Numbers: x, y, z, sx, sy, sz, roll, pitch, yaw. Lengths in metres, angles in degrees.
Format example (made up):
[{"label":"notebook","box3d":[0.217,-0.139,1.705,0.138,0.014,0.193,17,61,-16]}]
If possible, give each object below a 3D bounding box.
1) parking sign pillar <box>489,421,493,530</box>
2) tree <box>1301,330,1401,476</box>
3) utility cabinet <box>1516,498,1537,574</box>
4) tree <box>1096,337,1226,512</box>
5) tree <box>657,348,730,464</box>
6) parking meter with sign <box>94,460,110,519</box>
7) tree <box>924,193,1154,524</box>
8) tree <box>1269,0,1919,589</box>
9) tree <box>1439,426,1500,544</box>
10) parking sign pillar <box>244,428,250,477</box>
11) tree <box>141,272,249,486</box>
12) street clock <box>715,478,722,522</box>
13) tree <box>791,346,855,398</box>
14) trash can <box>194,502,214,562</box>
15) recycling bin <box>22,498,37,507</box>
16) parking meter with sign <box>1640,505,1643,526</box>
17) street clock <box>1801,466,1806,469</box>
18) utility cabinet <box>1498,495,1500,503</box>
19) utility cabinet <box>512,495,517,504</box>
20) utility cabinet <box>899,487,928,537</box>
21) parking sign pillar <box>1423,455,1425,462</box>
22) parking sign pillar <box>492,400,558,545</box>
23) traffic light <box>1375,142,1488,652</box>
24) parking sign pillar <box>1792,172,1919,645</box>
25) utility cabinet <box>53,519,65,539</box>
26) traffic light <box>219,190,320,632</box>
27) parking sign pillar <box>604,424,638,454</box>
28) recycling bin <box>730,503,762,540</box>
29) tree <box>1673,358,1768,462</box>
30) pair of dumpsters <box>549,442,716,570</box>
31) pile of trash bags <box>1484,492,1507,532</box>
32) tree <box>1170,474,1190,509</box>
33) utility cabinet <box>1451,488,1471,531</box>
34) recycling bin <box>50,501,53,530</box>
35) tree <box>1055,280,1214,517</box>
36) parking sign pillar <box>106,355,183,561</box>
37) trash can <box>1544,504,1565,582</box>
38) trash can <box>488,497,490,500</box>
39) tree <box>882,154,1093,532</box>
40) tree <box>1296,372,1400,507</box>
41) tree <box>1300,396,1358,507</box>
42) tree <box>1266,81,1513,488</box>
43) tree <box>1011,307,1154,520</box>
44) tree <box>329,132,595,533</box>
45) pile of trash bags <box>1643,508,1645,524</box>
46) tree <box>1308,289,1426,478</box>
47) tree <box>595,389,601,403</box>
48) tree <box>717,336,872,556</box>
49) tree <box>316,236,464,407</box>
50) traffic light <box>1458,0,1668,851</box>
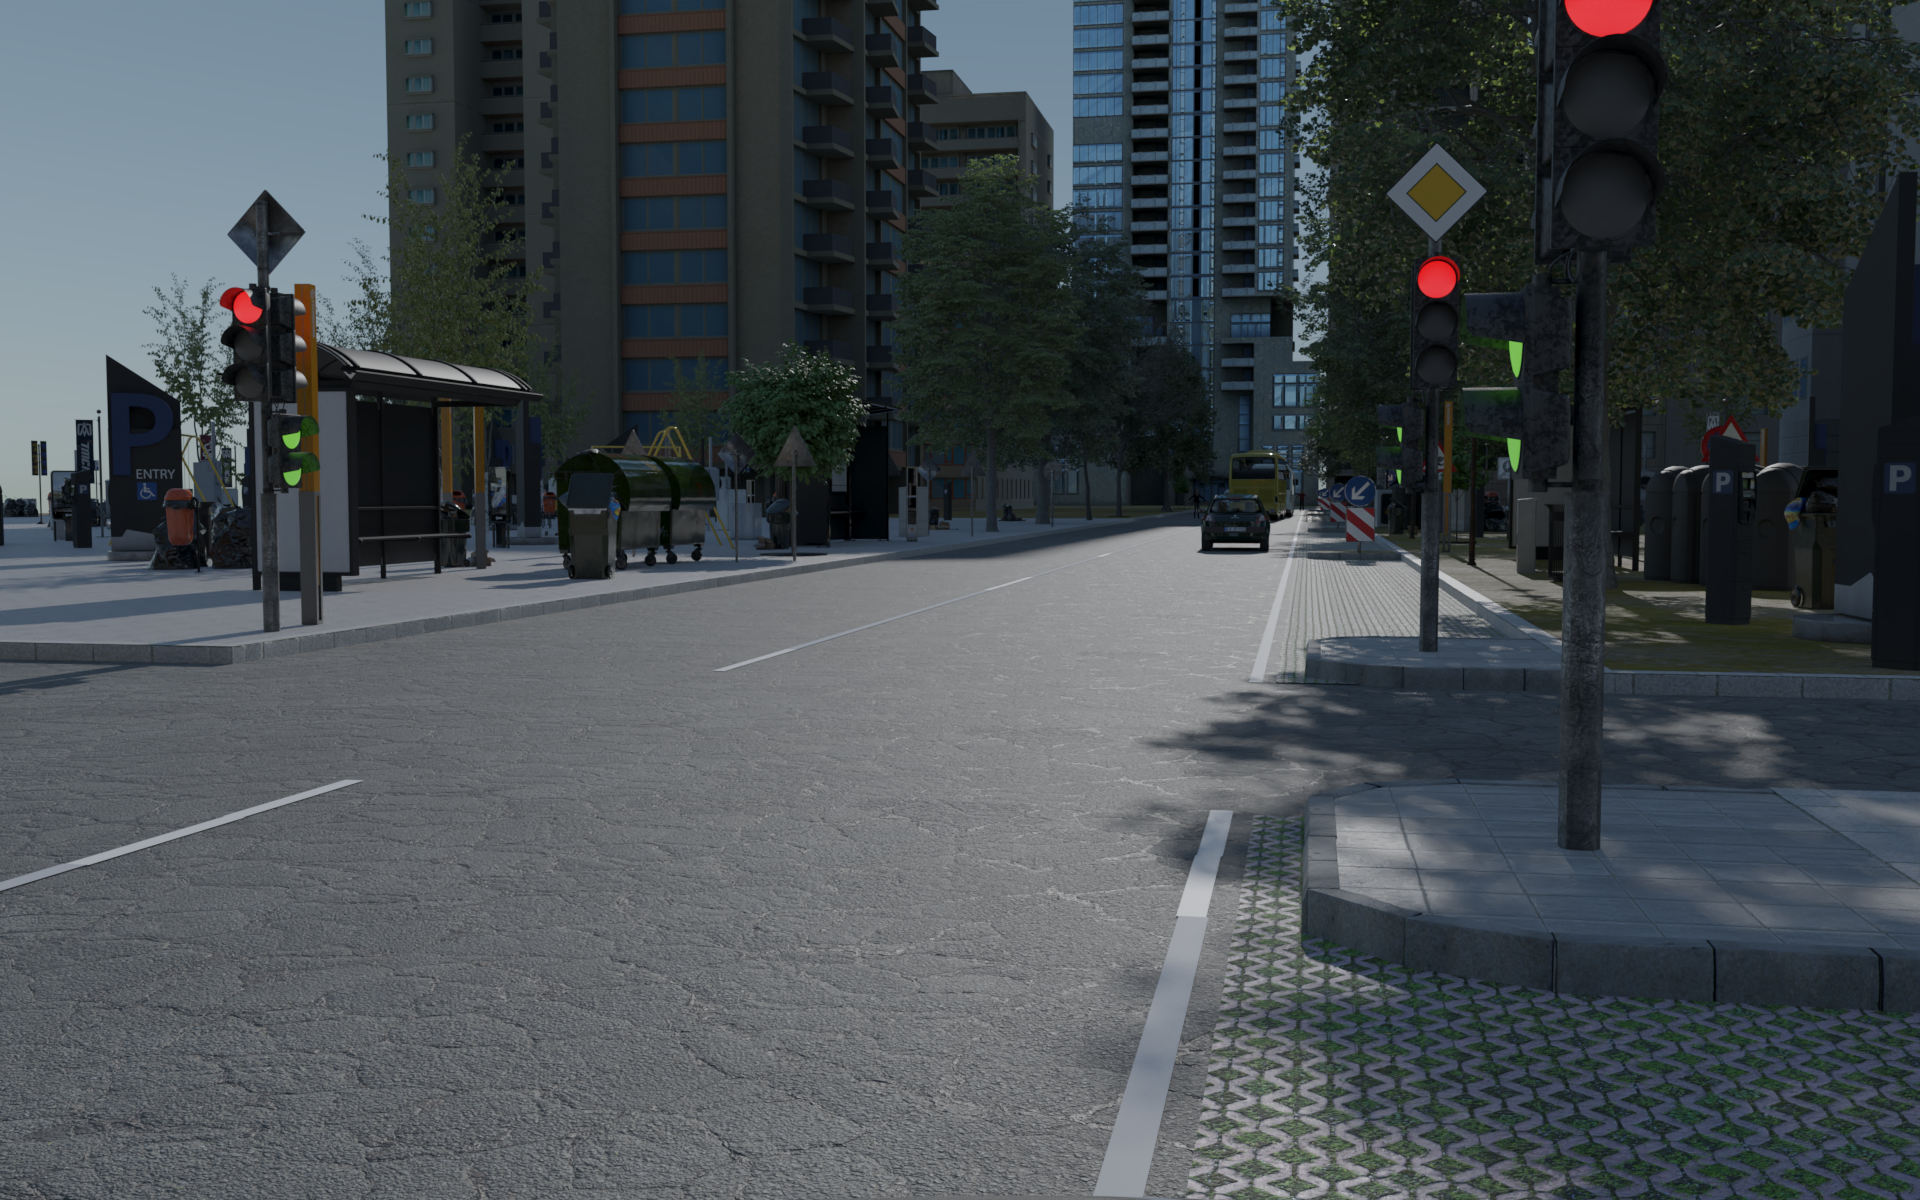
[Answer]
[{"label":"parking sign pillar","box3d":[-16.313,-4.469,61.545,1.447,3.967,1.447,0,4,1]},{"label":"tree","box3d":[24.206,-10.844,103.061,9.928,11.665,9.643,0,3,0]},{"label":"utility cabinet","box3d":[9.272,-1.053,28.384,0.306,1.237,1.020,1,4,17]},{"label":"tree","box3d":[14.975,-12.769,125.775,9.611,12.733,9.660,0,3,0]},{"label":"tree","box3d":[-13.605,-8.421,88.048,4.737,8.622,4.395,0,3,0]},{"label":"parking meter with sign","box3d":[-43.497,-5.671,88.989,1.738,3.016,0.543,0,4,-6]},{"label":"tree","box3d":[3.437,-10.216,73.681,9.857,13.997,8.962,0,3,0]},{"label":"tree","box3d":[8.674,-7.131,23.240,9.857,13.997,8.962,0,3,0]},{"label":"tree","box3d":[12.906,-3.089,45.115,1.663,3.219,1.824,0,3,0]},{"label":"parking sign pillar","box3d":[-28.567,-5.037,70.828,1.447,3.967,1.447,0,4,8]},{"label":"tree","box3d":[-25.284,-6.595,58.193,4.737,8.622,4.395,0,3,0]},{"label":"street clock","box3d":[-11.051,-4.550,78.959,0.358,2.002,0.471,-2,4,-33]},{"label":"tree","box3d":[-7.254,-8.240,85.091,4.737,8.622,4.395,0,3,0]},{"label":"trash can","box3d":[-14.443,-1.285,32.664,0.748,1.137,0.748,0,3,0]},{"label":"recycling bin","box3d":[-53.181,-5.272,98.743,0.722,1.027,0.722,1,4,18]},{"label":"parking meter with sign","box3d":[26.631,-4.498,69.806,1.738,3.016,0.543,3,5,42]},{"label":"street clock","box3d":[21.975,-2.478,45.078,0.358,2.002,0.471,2,4,32]},{"label":"utility cabinet","box3d":[23.579,-4.051,77.402,1.020,1.237,0.306,0,4,7]},{"label":"utility cabinet","box3d":[-23.970,-4.980,92.583,0.306,1.237,1.020,-2,4,-30]},{"label":"utility cabinet","box3d":[-1.403,-2.641,51.864,0.318,1.500,1.173,2,4,31]},{"label":"parking sign pillar","box3d":[22.967,-5.925,85.339,1.447,3.967,1.447,1,4,15]},{"label":"parking sign pillar","box3d":[-10.971,-3.396,44.003,1.447,3.967,1.447,-1,4,-23]},{"label":"traffic light","box3d":[3.805,-1.535,14.017,0.839,4.253,0.868,1,4,11]},{"label":"parking sign pillar","box3d":[8.161,-1.635,15.204,1.447,3.967,1.447,1,4,9]},{"label":"utility cabinet","box3d":[-25.556,-2.491,49.402,0.318,1.500,1.173,-1,4,-14]},{"label":"traffic light","box3d":[-6.407,-1.659,16.043,0.839,4.253,0.868,1,4,11]},{"label":"parking sign pillar","box3d":[-12.967,-4.769,66.440,1.447,3.967,1.447,0,4,-2]},{"label":"recycling bin","box3d":[-5.991,-2.198,48.497,0.722,1.027,0.722,1,4,11]},{"label":"tree","box3d":[36.074,-8.054,82.052,4.737,8.622,4.395,0,3,0]},{"label":"pair of dumpsters","box3d":[-5.837,-1.754,31.164,1.574,2.255,4.437,1,4,11]},{"label":"pile of trash bags","box3d":[18.800,-3.043,59.501,1.912,1.369,3.447,0,4,-7]},{"label":"tree","box3d":[18.867,-9.493,149.804,1.663,3.219,1.824,0,3,0]},{"label":"utility cabinet","box3d":[17.094,-3.116,59.620,0.318,1.500,1.173,-1,4,-22]},{"label":"recycling bin","box3d":[-32.215,-3.043,62.300,0.722,1.027,0.722,0,4,-3]},{"label":"tree","box3d":[8.911,-11.405,96.848,12.009,13.543,11.850,0,3,0]},{"label":"parking sign pillar","box3d":[-15.821,-2.763,33.649,1.447,3.967,1.447,-2,4,-25]},{"label":"trash can","box3d":[8.926,-0.837,25.332,0.748,1.137,0.748,0,3,0]},{"label":"trash can","box3d":[-21.544,-4.139,79.327,0.748,1.137,0.748,0,3,0]},{"label":"tree","box3d":[0.843,-8.573,58.292,7.486,12.596,7.792,0,3,0]},{"label":"tree","box3d":[28.652,-12.596,122.952,9.611,12.733,9.660,0,3,0]},{"label":"tree","box3d":[35.059,-14.861,153.348,12.009,13.543,11.850,0,3,0]},{"label":"tree","box3d":[19.843,-13.543,77.311,12.611,20.169,13.585,0,3,0]},{"label":"tree","box3d":[6.052,-9.183,84.553,7.601,10.594,8.767,2,4,31]},{"label":"tree","box3d":[-10.721,-5.242,36.067,4.737,8.622,4.395,0,3,0]},{"label":"pile of trash bags","box3d":[29.698,-3.960,74.499,3.447,1.369,1.912,1,4,15]},{"label":"tree","box3d":[22.772,-10.732,93.603,7.486,12.596,7.792,0,3,0]},{"label":"tree","box3d":[-18.623,-7.804,77.957,4.737,8.622,4.395,0,3,0]},{"label":"tree","box3d":[-3.431,-3.216,36.294,4.285,4.588,4.351,0,3,0]},{"label":"tree","box3d":[-16.067,-6.011,48.637,4.360,8.622,3.978,0,3,0]},{"label":"traffic light","box3d":[2.233,-1.056,6.187,0.839,4.253,0.868,1,4,11]}]
